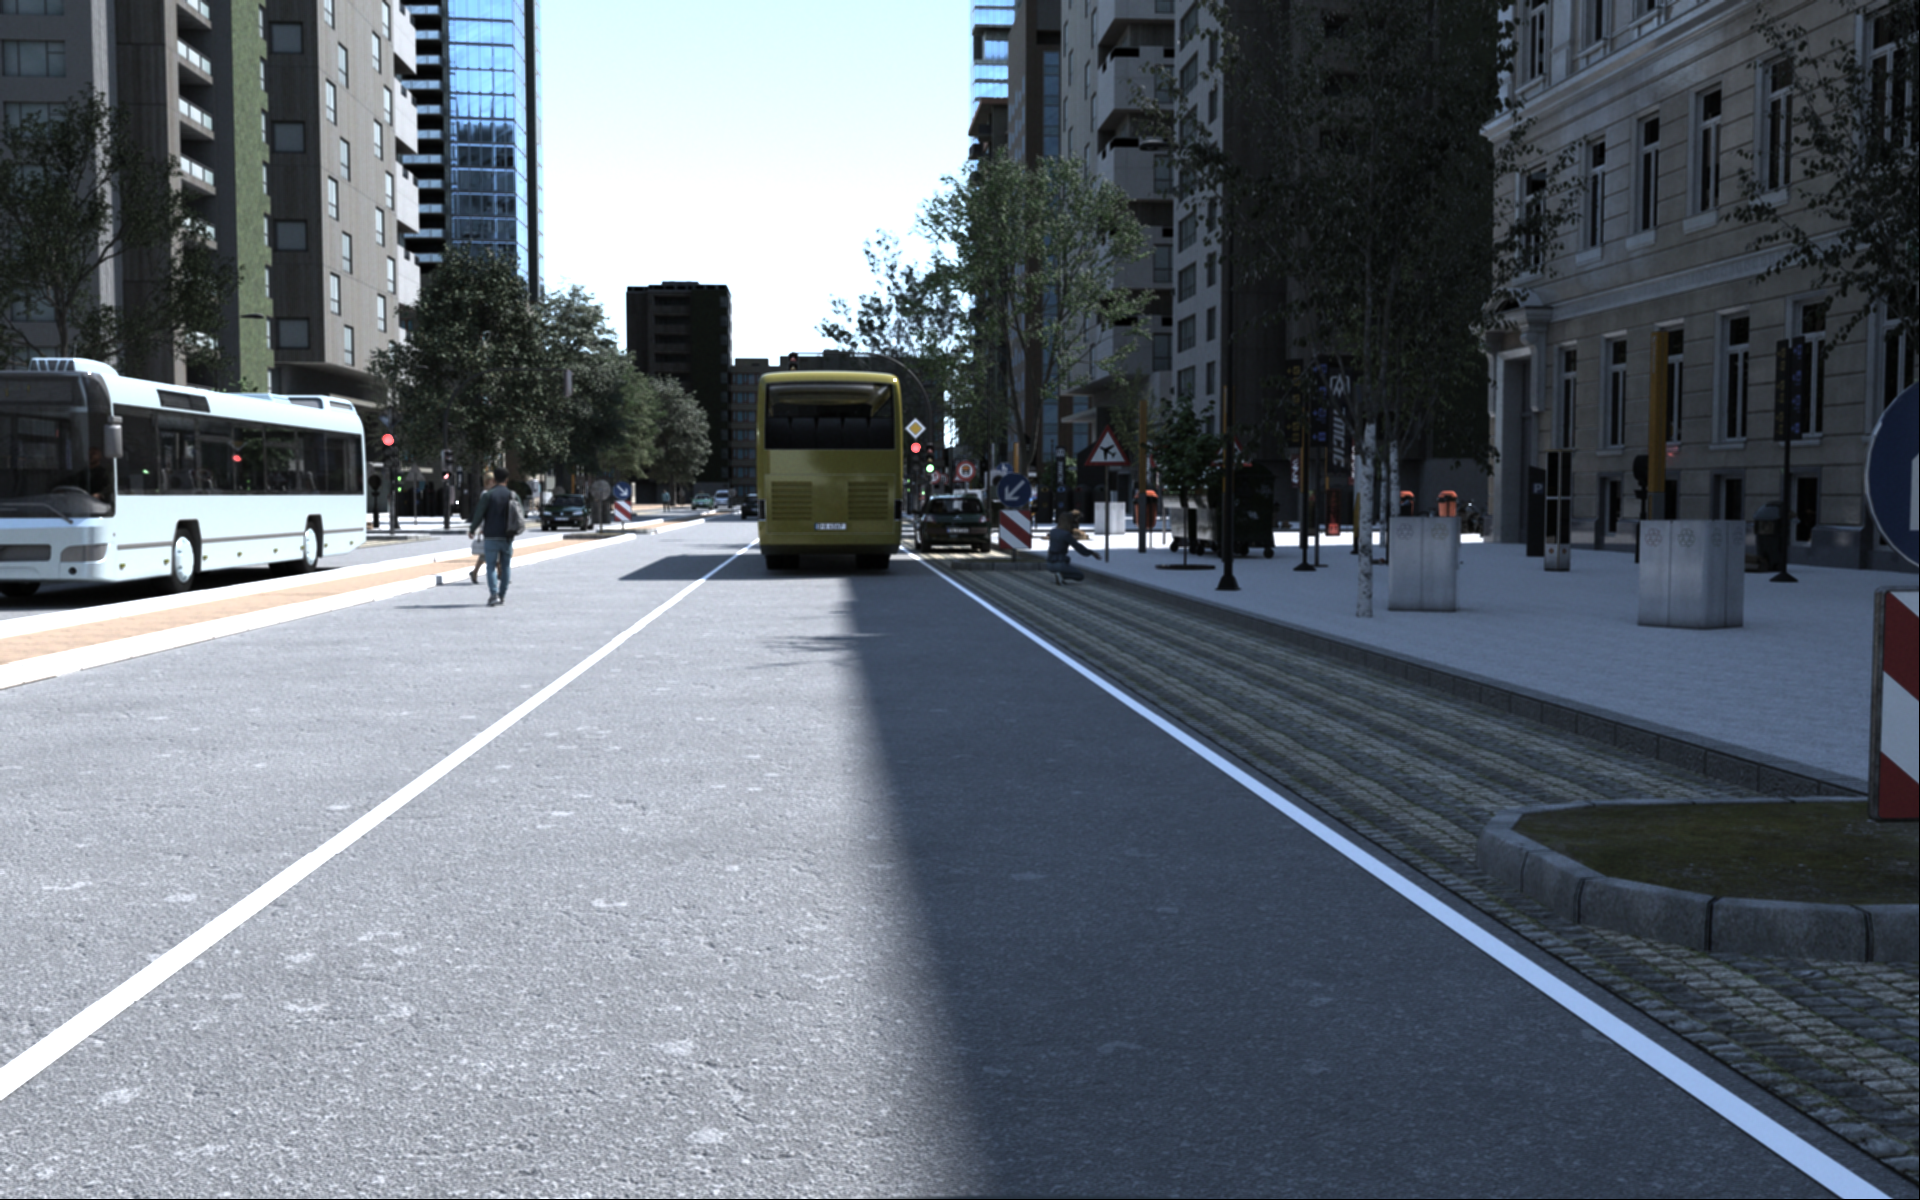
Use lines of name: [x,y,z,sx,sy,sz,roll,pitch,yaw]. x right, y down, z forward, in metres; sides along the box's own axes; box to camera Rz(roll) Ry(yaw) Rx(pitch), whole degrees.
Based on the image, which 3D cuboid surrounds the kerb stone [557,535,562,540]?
kerb stone: [-12.443,-1.892,53.236,0.120,0.150,1.000,0,4,-5]

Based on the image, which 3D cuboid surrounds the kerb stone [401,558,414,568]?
kerb stone: [-10.894,-0.712,33.838,0.120,0.150,1.000,0,4,-5]

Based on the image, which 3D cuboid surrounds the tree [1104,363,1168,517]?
tree: [9.800,-8.889,95.701,4.737,8.622,4.395,0,3,0]

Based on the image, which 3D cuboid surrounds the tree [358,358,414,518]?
tree: [-29.341,-8.528,89.797,4.360,8.622,3.978,0,3,0]

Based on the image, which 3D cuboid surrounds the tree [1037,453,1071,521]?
tree: [4.467,-5.310,81.419,1.663,3.219,1.824,0,3,0]

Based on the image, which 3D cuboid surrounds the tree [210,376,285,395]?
tree: [-19.886,-3.936,48.072,4.285,4.588,4.351,0,3,0]

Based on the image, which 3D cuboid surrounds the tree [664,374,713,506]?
tree: [-30.282,-16.851,182.173,9.857,13.997,8.962,0,3,0]

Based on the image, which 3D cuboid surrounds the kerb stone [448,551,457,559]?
kerb stone: [-11.225,-0.962,37.920,0.120,0.150,1.000,0,4,-5]

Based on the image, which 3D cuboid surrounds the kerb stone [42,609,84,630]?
kerb stone: [-9.673,0.227,18.524,0.120,0.150,1.000,0,4,-5]

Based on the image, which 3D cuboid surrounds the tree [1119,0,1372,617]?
tree: [4.102,-4.140,18.057,4.360,8.622,3.978,0,3,0]

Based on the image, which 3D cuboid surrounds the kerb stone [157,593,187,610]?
kerb stone: [-9.920,0.039,21.593,0.120,0.150,1.000,0,4,-5]

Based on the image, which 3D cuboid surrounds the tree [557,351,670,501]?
tree: [-25.967,-12.058,122.905,9.928,11.665,9.643,0,3,0]

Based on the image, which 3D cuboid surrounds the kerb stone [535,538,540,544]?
kerb stone: [-12.123,-1.647,49.156,0.120,0.150,1.000,0,4,-5]

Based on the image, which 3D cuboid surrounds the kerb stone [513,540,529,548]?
kerb stone: [-11.951,-1.524,47.112,0.120,0.150,1.000,0,4,-5]

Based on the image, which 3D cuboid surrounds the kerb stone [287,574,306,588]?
kerb stone: [-10.325,-0.275,26.693,0.120,0.150,1.000,0,4,-5]

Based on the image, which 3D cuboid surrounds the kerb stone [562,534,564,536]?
kerb stone: [-12.529,-1.962,54.273,0.120,0.150,1.000,0,4,-5]

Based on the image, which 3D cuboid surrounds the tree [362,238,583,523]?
tree: [-21.714,-9.826,77.665,9.611,12.733,9.660,0,3,0]

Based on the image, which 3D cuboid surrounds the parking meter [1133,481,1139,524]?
parking meter: [7.644,-4.206,74.477,0.399,1.863,0.255,2,4,27]

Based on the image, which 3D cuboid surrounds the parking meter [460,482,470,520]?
parking meter: [-24.803,-4.960,86.806,0.399,1.863,0.255,-3,5,-40]

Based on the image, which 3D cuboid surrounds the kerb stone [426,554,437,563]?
kerb stone: [-11.062,-0.837,35.875,0.120,0.150,1.000,0,4,-5]

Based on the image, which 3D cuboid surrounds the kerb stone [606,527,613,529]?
kerb stone: [-13.468,-2.683,66.069,0.120,0.150,1.000,0,4,-5]

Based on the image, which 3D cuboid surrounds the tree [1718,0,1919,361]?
tree: [11.134,-4.239,19.667,4.360,8.622,3.978,0,3,0]

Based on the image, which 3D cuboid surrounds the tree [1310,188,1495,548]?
tree: [10.385,-5.564,41.341,4.737,8.622,4.395,0,3,0]

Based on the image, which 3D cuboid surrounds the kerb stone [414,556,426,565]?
kerb stone: [-10.972,-0.772,34.857,0.120,0.150,1.000,0,4,-5]

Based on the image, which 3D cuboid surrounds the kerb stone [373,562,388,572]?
kerb stone: [-10.730,-0.575,31.794,0.120,0.150,1.000,0,4,-5]

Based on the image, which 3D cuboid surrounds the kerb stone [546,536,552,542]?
kerb stone: [-12.282,-1.769,51.193,0.120,0.150,1.000,0,4,-5]

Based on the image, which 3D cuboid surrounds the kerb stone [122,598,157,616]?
kerb stone: [-9.830,0.099,20.572,0.120,0.150,1.000,0,4,-5]

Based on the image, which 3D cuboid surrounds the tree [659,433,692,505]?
tree: [-33.348,-15.665,206.482,4.360,8.622,3.978,0,3,0]

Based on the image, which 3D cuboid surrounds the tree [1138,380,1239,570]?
tree: [3.875,-2.140,29.589,1.663,3.219,1.824,0,3,0]

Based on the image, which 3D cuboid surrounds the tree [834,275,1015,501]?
tree: [-1.982,-11.427,97.195,12.009,13.543,11.850,0,3,0]

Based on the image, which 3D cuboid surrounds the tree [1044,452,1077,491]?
tree: [8.173,-9.125,132.911,4.285,4.588,4.351,0,3,0]

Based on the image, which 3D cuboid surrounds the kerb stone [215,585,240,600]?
kerb stone: [-10.086,-0.081,23.633,0.120,0.150,1.000,0,4,-5]

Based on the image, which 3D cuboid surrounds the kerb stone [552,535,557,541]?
kerb stone: [-12.368,-1.830,52.217,0.120,0.150,1.000,0,4,-5]

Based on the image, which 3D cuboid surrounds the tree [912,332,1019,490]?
tree: [0.586,-7.904,79.585,4.737,8.622,4.395,0,3,0]

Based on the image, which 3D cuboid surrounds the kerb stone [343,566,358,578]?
kerb stone: [-10.574,-0.462,29.750,0.120,0.150,1.000,0,4,-5]

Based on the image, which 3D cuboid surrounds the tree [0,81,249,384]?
tree: [-19.418,-6.363,38.450,8.767,10.594,7.601,1,4,20]

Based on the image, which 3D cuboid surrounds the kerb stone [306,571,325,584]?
kerb stone: [-10.403,-0.337,27.712,0.120,0.150,1.000,0,4,-5]

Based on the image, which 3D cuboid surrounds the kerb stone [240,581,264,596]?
kerb stone: [-10.164,-0.150,24.654,0.120,0.150,1.000,0,4,-5]

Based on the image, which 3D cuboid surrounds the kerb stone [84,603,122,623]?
kerb stone: [-9.757,0.162,19.548,0.120,0.150,1.000,0,4,-5]

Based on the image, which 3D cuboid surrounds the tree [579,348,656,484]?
tree: [-26.906,-13.224,134.332,7.486,12.596,7.792,0,3,0]

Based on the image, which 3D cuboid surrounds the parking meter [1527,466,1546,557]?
parking meter: [11.863,-1.826,35.559,0.399,1.863,0.255,1,4,14]

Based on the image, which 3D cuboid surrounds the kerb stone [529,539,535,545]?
kerb stone: [-12.036,-1.586,48.131,0.120,0.150,1.000,0,4,-5]

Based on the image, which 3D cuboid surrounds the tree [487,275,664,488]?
tree: [-23.823,-11.979,102.513,9.857,13.997,8.962,0,3,0]

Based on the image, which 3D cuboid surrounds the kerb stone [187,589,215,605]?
kerb stone: [-10.000,-0.026,22.613,0.120,0.150,1.000,0,4,-5]

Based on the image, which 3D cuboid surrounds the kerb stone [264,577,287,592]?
kerb stone: [-10.239,-0.213,25.675,0.120,0.150,1.000,0,4,-5]

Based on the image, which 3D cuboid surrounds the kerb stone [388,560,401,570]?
kerb stone: [-10.818,-0.650,32.816,0.120,0.150,1.000,0,4,-5]

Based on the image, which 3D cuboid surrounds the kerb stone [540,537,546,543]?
kerb stone: [-12.198,-1.708,50.175,0.120,0.150,1.000,0,4,-5]

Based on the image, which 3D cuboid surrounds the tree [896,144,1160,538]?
tree: [1.995,-7.638,50.644,9.928,11.665,9.643,0,3,0]

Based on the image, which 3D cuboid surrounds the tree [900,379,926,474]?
tree: [-7.943,-16.902,182.999,9.857,13.997,8.962,0,3,0]

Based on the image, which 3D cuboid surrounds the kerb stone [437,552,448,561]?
kerb stone: [-11.140,-0.899,36.899,0.120,0.150,1.000,0,4,-5]

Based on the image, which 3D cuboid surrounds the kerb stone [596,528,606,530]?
kerb stone: [-13.314,-2.558,64.029,0.120,0.150,1.000,0,4,-5]

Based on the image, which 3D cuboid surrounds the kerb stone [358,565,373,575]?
kerb stone: [-10.660,-0.523,30.774,0.120,0.150,1.000,0,4,-5]

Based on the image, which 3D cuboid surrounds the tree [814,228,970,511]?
tree: [-5.387,-16.544,126.384,12.611,20.169,13.585,0,3,0]

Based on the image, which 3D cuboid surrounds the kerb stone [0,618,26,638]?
kerb stone: [-9.589,0.287,17.505,0.120,0.150,1.000,0,4,-5]

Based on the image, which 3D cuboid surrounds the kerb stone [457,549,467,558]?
kerb stone: [-11.303,-1.022,38.939,0.120,0.150,1.000,0,4,-5]

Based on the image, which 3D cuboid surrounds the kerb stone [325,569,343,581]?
kerb stone: [-10.487,-0.400,28.732,0.120,0.150,1.000,0,4,-5]

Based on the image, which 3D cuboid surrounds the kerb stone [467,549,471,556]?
kerb stone: [-11.387,-1.086,39.958,0.120,0.150,1.000,0,4,-5]

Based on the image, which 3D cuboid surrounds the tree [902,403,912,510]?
tree: [-3.171,-9.827,111.026,4.737,8.622,4.395,0,3,0]
